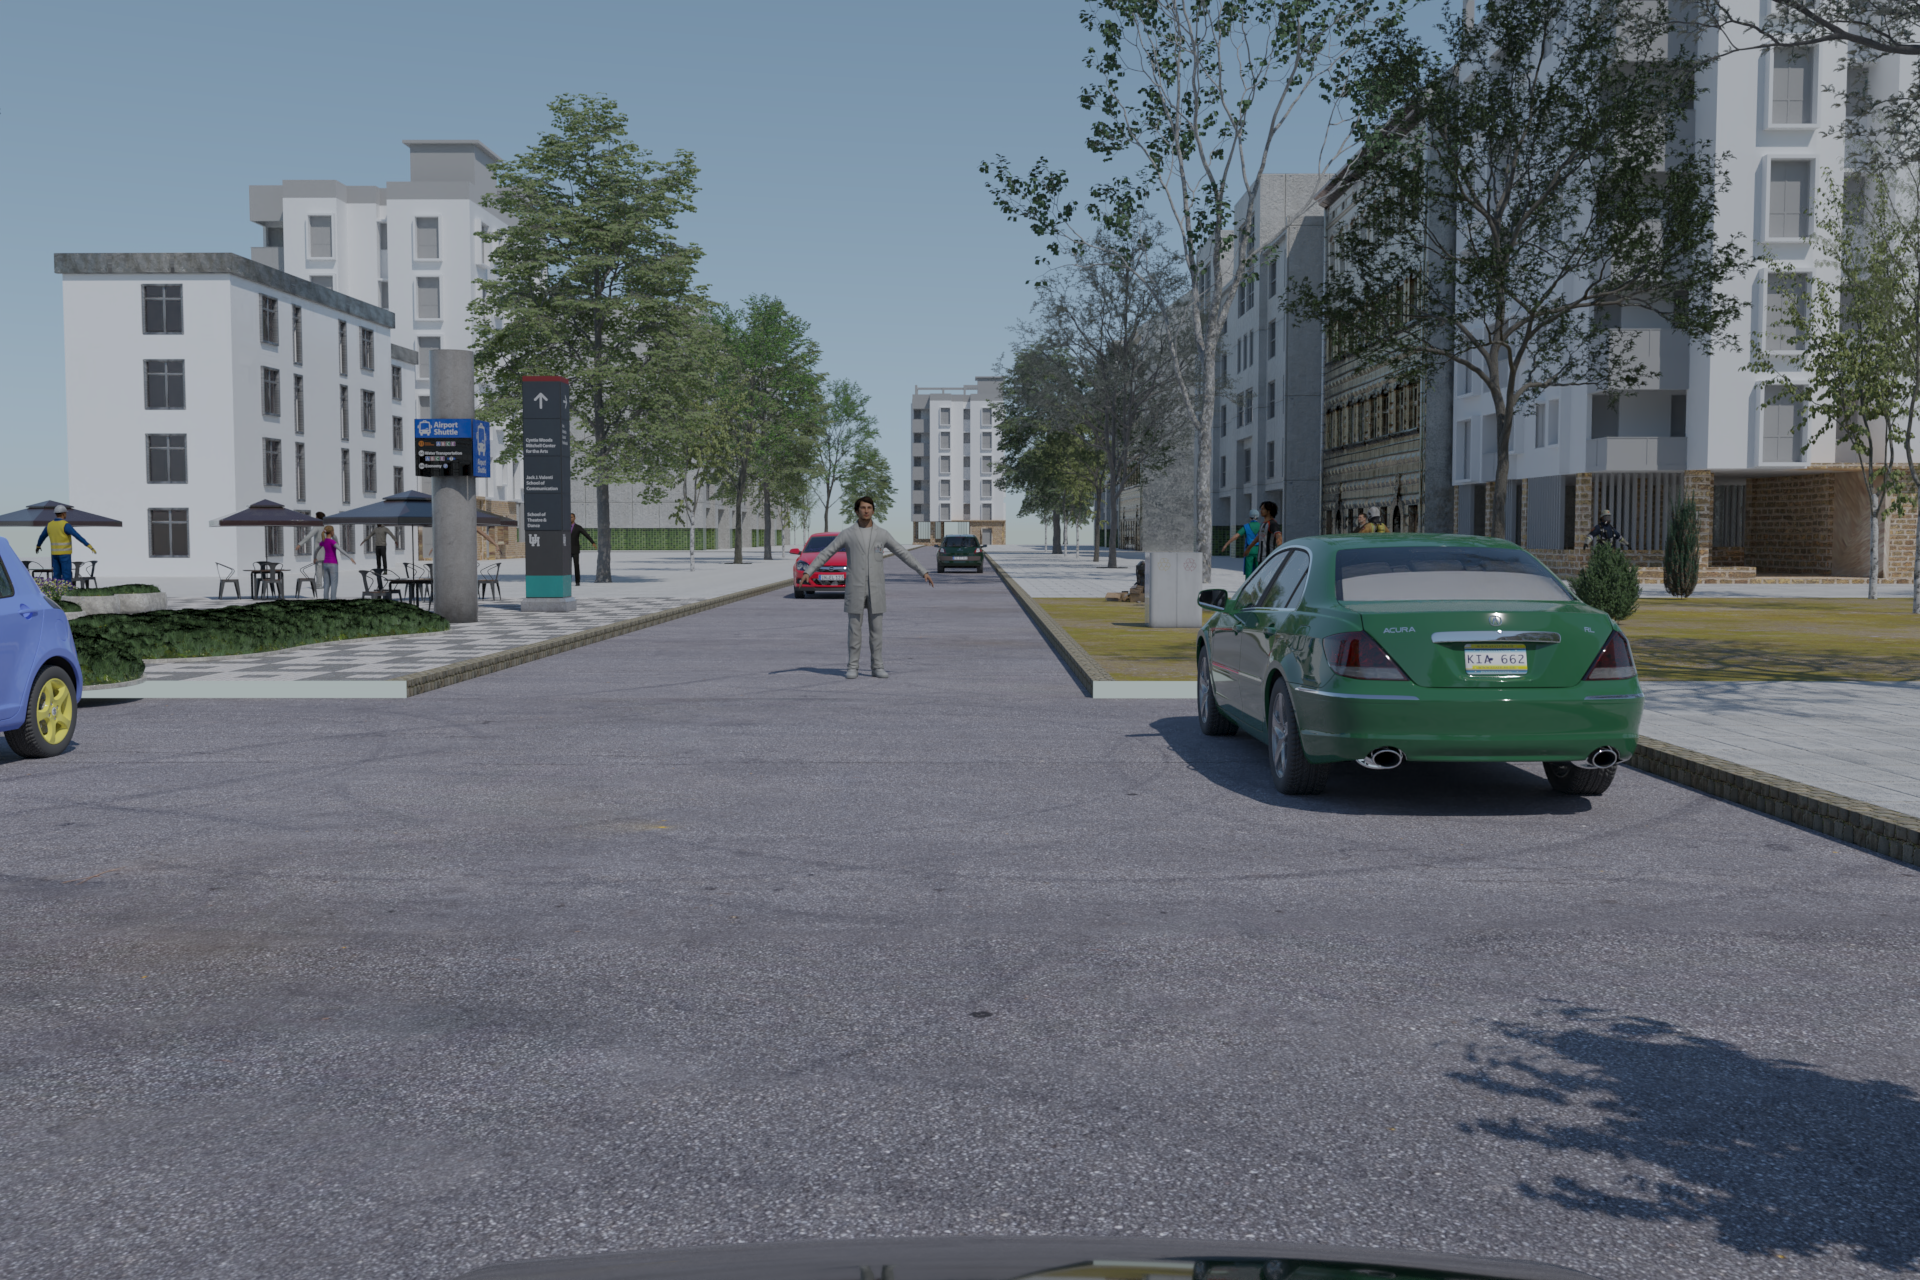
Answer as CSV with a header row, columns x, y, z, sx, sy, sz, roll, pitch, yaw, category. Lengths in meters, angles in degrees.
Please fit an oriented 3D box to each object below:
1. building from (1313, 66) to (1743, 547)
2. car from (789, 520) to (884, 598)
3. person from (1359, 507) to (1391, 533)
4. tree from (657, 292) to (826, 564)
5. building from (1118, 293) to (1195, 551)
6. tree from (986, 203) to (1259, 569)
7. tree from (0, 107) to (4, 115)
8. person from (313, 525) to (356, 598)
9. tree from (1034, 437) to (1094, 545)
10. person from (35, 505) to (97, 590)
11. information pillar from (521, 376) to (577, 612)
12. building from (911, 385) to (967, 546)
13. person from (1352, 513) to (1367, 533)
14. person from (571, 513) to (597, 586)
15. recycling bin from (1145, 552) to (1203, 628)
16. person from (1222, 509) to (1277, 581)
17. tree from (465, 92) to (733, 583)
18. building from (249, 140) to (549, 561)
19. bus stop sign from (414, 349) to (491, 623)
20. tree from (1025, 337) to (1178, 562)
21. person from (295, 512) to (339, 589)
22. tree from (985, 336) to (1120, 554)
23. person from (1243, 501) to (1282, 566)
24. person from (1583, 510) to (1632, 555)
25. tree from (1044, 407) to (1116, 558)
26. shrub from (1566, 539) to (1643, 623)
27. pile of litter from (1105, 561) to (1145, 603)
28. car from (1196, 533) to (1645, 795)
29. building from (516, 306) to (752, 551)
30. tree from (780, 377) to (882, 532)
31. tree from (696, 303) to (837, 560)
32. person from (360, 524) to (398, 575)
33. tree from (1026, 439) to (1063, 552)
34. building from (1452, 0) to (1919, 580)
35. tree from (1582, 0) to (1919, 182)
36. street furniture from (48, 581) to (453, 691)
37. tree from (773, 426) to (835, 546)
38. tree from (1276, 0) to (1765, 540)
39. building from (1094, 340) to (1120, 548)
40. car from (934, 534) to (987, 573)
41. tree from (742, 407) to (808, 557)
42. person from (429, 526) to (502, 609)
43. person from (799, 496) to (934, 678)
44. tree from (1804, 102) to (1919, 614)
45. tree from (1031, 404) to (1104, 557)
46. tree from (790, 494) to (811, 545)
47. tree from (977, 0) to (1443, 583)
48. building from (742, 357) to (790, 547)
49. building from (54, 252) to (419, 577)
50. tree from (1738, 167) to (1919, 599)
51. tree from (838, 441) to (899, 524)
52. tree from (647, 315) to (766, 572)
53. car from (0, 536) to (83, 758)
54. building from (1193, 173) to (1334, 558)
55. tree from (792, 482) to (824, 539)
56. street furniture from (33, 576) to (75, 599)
x,y,z,sx,sy,sz,roll,pitch,yaw,category
25.442,-14.538,68.620,19.493,23.208,18.063,0,4,1,building
-2.815,-1.893,39.999,2.155,1.783,4.494,0,3,0,car
8.683,-1.878,36.468,1.354,1.858,0.705,-2,4,-24,person
-9.331,-9.051,73.739,9.928,11.665,9.643,0,3,0,tree
22.690,-18.718,136.960,19.493,23.208,18.063,0,3,0,building
5.820,-9.410,64.229,12.009,13.543,11.850,0,3,0,tree
-12.221,-4.835,13.465,8.767,10.594,7.601,-2,4,-30,tree
-10.709,-1.244,29.600,0.991,1.433,0.599,2,4,28,person
12.945,-18.603,210.814,9.857,13.997,8.962,0,3,0,tree
-17.121,-1.657,33.056,1.349,1.833,0.705,1,4,14,person
-6.835,-2.405,28.696,0.750,3.857,0.750,0,4,0,information pillar
-5.677,-21.608,212.168,11.380,20.090,16.016,0,4,4,building
10.005,-2.265,43.176,0.704,1.812,1.346,-2,4,-29,person
-9.603,-2.240,42.856,1.346,1.802,0.704,1,4,10,person
2.949,-0.697,23.957,0.722,1.027,0.722,0,4,0,recycling bin
6.377,-1.930,37.674,1.347,1.817,0.704,0,4,-6,person
-9.693,-7.797,45.607,7.486,12.596,7.792,0,3,0,tree
-28.030,-13.954,84.573,16.016,20.090,11.380,0,4,0,building
-7.316,-2.202,25.027,0.837,3.901,0.837,0,4,2,bus stop sign
6.616,-8.886,79.692,7.601,10.594,8.767,-1,4,-16,tree
-14.977,-2.101,40.536,0.705,1.806,1.347,2,4,23,person
6.192,-12.448,110.176,9.857,13.997,8.962,0,3,0,tree
5.017,-1.363,28.436,0.704,1.843,1.345,-1,4,-14,person
15.444,-2.181,41.438,1.354,1.856,0.705,-1,4,-18,person
6.237,-8.577,90.592,4.737,8.622,4.395,0,3,0,tree
9.125,-0.819,24.504,1.383,1.207,1.383,0,3,0,shrub
3.347,-1.166,33.034,1.176,0.858,1.719,0,4,0,pile of litter
2.650,0.052,10.952,2.131,1.459,4.920,0,4,-1,car
-28.364,-17.340,149.962,16.747,18.905,31.486,0,3,0,building
-8.754,-11.536,114.362,9.928,11.665,9.643,0,3,0,tree
-9.683,-10.201,84.905,7.486,12.596,7.792,0,3,0,tree
-18.218,-2.955,54.450,1.348,1.813,0.705,1,4,16,person
5.837,-10.497,121.987,4.360,8.622,3.978,0,3,0,tree
21.784,-12.256,56.803,16.016,20.090,11.380,0,4,0,building
9.232,-6.223,12.119,12.009,13.543,11.850,0,3,0,tree
-9.344,-0.196,18.831,5.734,0.657,10.072,0,4,7,street furniture
-9.147,-9.419,104.357,4.360,8.622,3.978,0,3,0,tree
8.469,-5.606,26.078,7.601,10.594,8.767,-1,4,-10,tree
22.355,-18.346,166.420,16.747,18.905,31.486,0,4,0,building
0.019,-3.358,64.695,2.009,1.686,4.222,0,4,1,car
-9.854,-8.816,94.509,4.737,8.622,4.395,0,3,0,tree
-8.447,-1.395,29.615,1.217,1.733,0.721,-1,4,-10,person
-0.940,-0.527,17.260,1.347,1.806,0.705,-1,4,-11,person
15.256,-4.736,27.789,4.360,8.622,3.978,0,3,0,tree
6.221,-9.024,97.911,4.737,8.622,4.395,0,3,0,tree
-19.496,-15.688,206.861,4.360,8.622,3.978,0,3,0,tree
6.917,-11.627,45.987,12.611,20.169,13.585,0,3,0,tree
-27.919,-19.323,182.390,16.747,18.905,31.486,0,4,0,building
-25.949,-7.569,65.898,9.099,9.664,28.070,0,4,1,building
17.753,-5.104,33.819,4.737,8.622,4.395,0,3,0,tree
-11.206,-17.975,212.013,7.486,12.596,7.792,0,3,0,tree
-9.036,-6.664,59.314,4.737,8.622,4.395,0,3,0,tree
-6.642,-0.015,9.837,1.945,1.707,3.694,0,3,0,car
23.119,-13.897,93.669,16.747,18.905,31.486,0,4,0,building
-18.412,-16.075,213.186,4.360,8.622,3.978,0,3,0,tree
-16.759,-1.191,26.322,11.010,1.723,9.812,-3,5,-40,street furniture
